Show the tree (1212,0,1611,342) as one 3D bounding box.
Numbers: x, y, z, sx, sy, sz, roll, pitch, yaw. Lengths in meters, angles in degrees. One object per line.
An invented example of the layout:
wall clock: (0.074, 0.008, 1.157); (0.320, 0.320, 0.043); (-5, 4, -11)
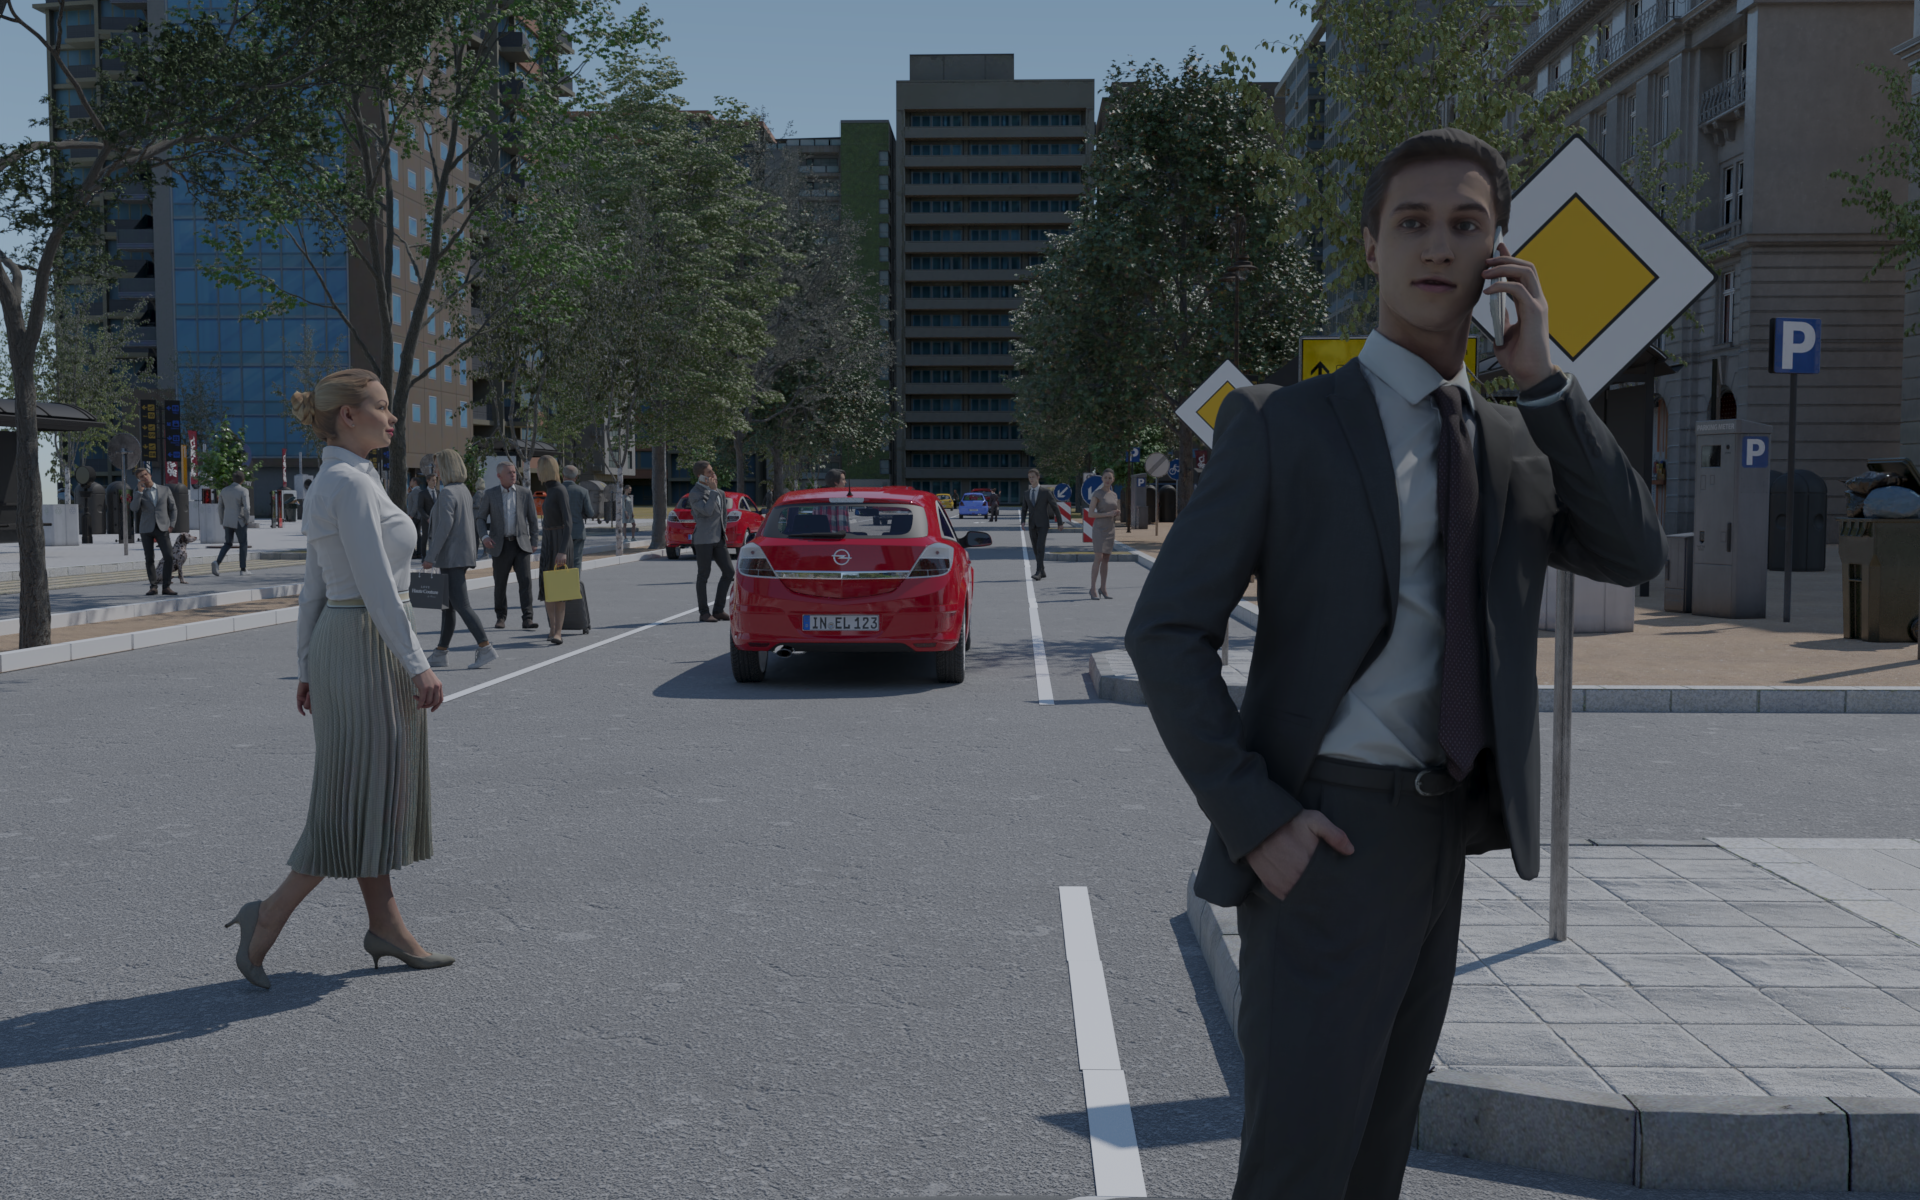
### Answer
tree: (4.791, -4.156, 18.319); (4.737, 8.622, 4.395); (0, 3, 0)

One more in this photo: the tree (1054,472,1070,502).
tree: (7.746, -10.831, 127.453); (4.737, 8.622, 4.395); (0, 3, 0)

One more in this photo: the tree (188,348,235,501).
tree: (-37.843, -8.272, 85.607); (4.360, 8.622, 3.978); (0, 3, 0)

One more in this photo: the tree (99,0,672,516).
tree: (-7.974, -5.880, 24.356); (9.928, 11.665, 9.643); (0, 3, 0)

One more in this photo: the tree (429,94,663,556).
tree: (-7.966, -4.828, 31.765); (4.360, 8.622, 3.978); (0, 3, 0)

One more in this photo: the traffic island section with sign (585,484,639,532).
traffic island section with sign: (-13.243, -3.481, 65.544); (1.989, 1.847, 2.006); (0, 4, 2)

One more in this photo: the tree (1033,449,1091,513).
tree: (8.266, -12.293, 119.120); (7.486, 12.596, 7.792); (0, 3, 0)

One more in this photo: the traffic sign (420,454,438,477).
traffic sign: (-16.628, -3.325, 54.466); (0.768, 2.556, 0.104); (0, 4, 8)

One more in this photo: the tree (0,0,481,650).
tree: (-8.224, -4.809, 15.501); (8.767, 10.594, 7.601); (0, 4, 2)

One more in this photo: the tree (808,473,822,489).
tree: (-13.543, -10.190, 161.200); (1.663, 3.219, 1.824); (0, 3, 0)

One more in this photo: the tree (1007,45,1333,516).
tree: (5.772, -7.812, 44.732); (9.611, 12.733, 9.660); (0, 3, 0)

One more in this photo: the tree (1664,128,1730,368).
tree: (12.964, -5.128, 34.200); (4.737, 8.622, 4.395); (0, 3, 0)

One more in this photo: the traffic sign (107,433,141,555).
traffic sign: (-17.433, -2.203, 36.132); (0.768, 2.556, 0.104); (1, 4, 9)

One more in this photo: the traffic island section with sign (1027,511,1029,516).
traffic island section with sign: (5.341, -6.487, 114.685); (1.989, 1.847, 2.006); (0, 4, 2)

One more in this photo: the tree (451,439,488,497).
tree: (-16.853, -3.973, 59.554); (1.663, 3.219, 1.824); (0, 3, 0)

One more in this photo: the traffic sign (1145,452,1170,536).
traffic sign: (6.046, -3.245, 53.163); (0.768, 2.556, 0.104); (0, 4, 3)

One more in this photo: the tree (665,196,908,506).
tree: (-6.910, -8.942, 65.671); (9.611, 12.733, 9.660); (0, 3, 0)

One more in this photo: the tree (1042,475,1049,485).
tree: (9.389, -10.948, 162.718); (4.285, 4.588, 4.351); (0, 3, 0)

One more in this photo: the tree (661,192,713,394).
tree: (-7.650, -5.262, 38.849); (4.360, 8.622, 3.978); (0, 3, 0)

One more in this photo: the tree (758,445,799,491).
tree: (-13.758, -11.195, 133.403); (4.737, 8.622, 4.395); (0, 3, 0)

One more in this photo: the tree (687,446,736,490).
tree: (-14.929, -7.368, 104.173); (4.285, 4.588, 4.351); (0, 3, 0)

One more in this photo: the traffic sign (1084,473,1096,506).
traffic sign: (6.309, -5.020, 84.213); (0.606, 2.300, 0.079); (1, 4, 11)

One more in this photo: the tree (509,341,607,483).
tree: (-17.830, -7.800, 77.892); (4.737, 8.622, 4.395); (0, 3, 0)

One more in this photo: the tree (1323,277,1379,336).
tree: (13.119, -6.580, 57.952); (4.360, 8.622, 3.978); (0, 3, 0)

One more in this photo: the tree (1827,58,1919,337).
tree: (15.002, -4.577, 25.190); (4.737, 8.622, 4.395); (0, 3, 0)

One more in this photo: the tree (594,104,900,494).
tree: (-6.957, -8.667, 54.527); (12.009, 13.543, 11.850); (0, 3, 0)

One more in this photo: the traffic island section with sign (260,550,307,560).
traffic island section with sign: (-14.134, -1.820, 38.383); (1.989, 1.847, 2.006); (0, 4, 2)

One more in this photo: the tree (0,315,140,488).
tree: (-37.524, -7.564, 74.033); (4.737, 8.622, 4.395); (0, 3, 0)

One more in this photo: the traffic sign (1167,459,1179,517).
traffic sign: (7.879, -3.834, 62.793); (0.768, 2.556, 0.104); (0, 4, 5)

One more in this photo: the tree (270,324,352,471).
tree: (-27.479, -7.604, 74.685); (4.360, 8.622, 3.978); (0, 3, 0)

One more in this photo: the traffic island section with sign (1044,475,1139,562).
traffic island section with sign: (2.825, -1.770, 37.570); (1.989, 1.847, 2.006); (0, 4, 2)

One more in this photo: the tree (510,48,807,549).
tree: (-7.868, -7.594, 44.751); (7.486, 12.596, 7.792); (0, 3, 0)

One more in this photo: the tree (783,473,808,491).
tree: (-13.550, -8.912, 140.316); (1.663, 3.219, 1.824); (0, 3, 0)

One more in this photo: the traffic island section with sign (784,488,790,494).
traffic island section with sign: (-11.603, -6.541, 115.574); (1.989, 1.847, 2.006); (0, 4, 2)

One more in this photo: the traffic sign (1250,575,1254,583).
traffic sign: (4.218, -1.521, 24.974); (0.768, 2.556, 0.104); (1, 4, 10)

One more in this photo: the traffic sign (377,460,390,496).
traffic sign: (-20.316, -3.750, 61.412); (0.768, 2.556, 0.104); (1, 4, 11)

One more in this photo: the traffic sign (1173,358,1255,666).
traffic sign: (1.981, -0.567, 12.909); (0.795, 2.450, 0.064); (0, 4, 2)

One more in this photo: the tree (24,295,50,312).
tree: (-34.792, -6.988, 64.614); (4.737, 8.622, 4.395); (0, 3, 0)

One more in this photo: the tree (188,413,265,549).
tree: (-17.309, -2.849, 41.188); (1.663, 3.219, 1.824); (0, 3, 0)

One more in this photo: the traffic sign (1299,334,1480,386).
traffic sign: (5.491, -1.738, 22.286); (2.265, 3.308, 0.079); (0, 4, 5)

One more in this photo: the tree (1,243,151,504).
tree: (-25.176, -6.038, 49.081); (4.360, 8.622, 3.978); (0, 3, 0)

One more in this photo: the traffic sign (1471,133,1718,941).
traffic sign: (1.720, -0.079, 4.928); (0.795, 2.450, 0.064); (0, 4, 2)

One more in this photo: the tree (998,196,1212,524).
tree: (6.577, -10.312, 75.250); (9.857, 13.997, 8.962); (0, 3, 0)

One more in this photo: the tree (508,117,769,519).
tree: (-16.364, -14.183, 87.773); (12.611, 20.169, 13.585); (0, 3, 0)

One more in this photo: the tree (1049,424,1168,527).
tree: (6.675, -5.182, 68.447); (4.285, 4.588, 4.351); (0, 3, 0)
